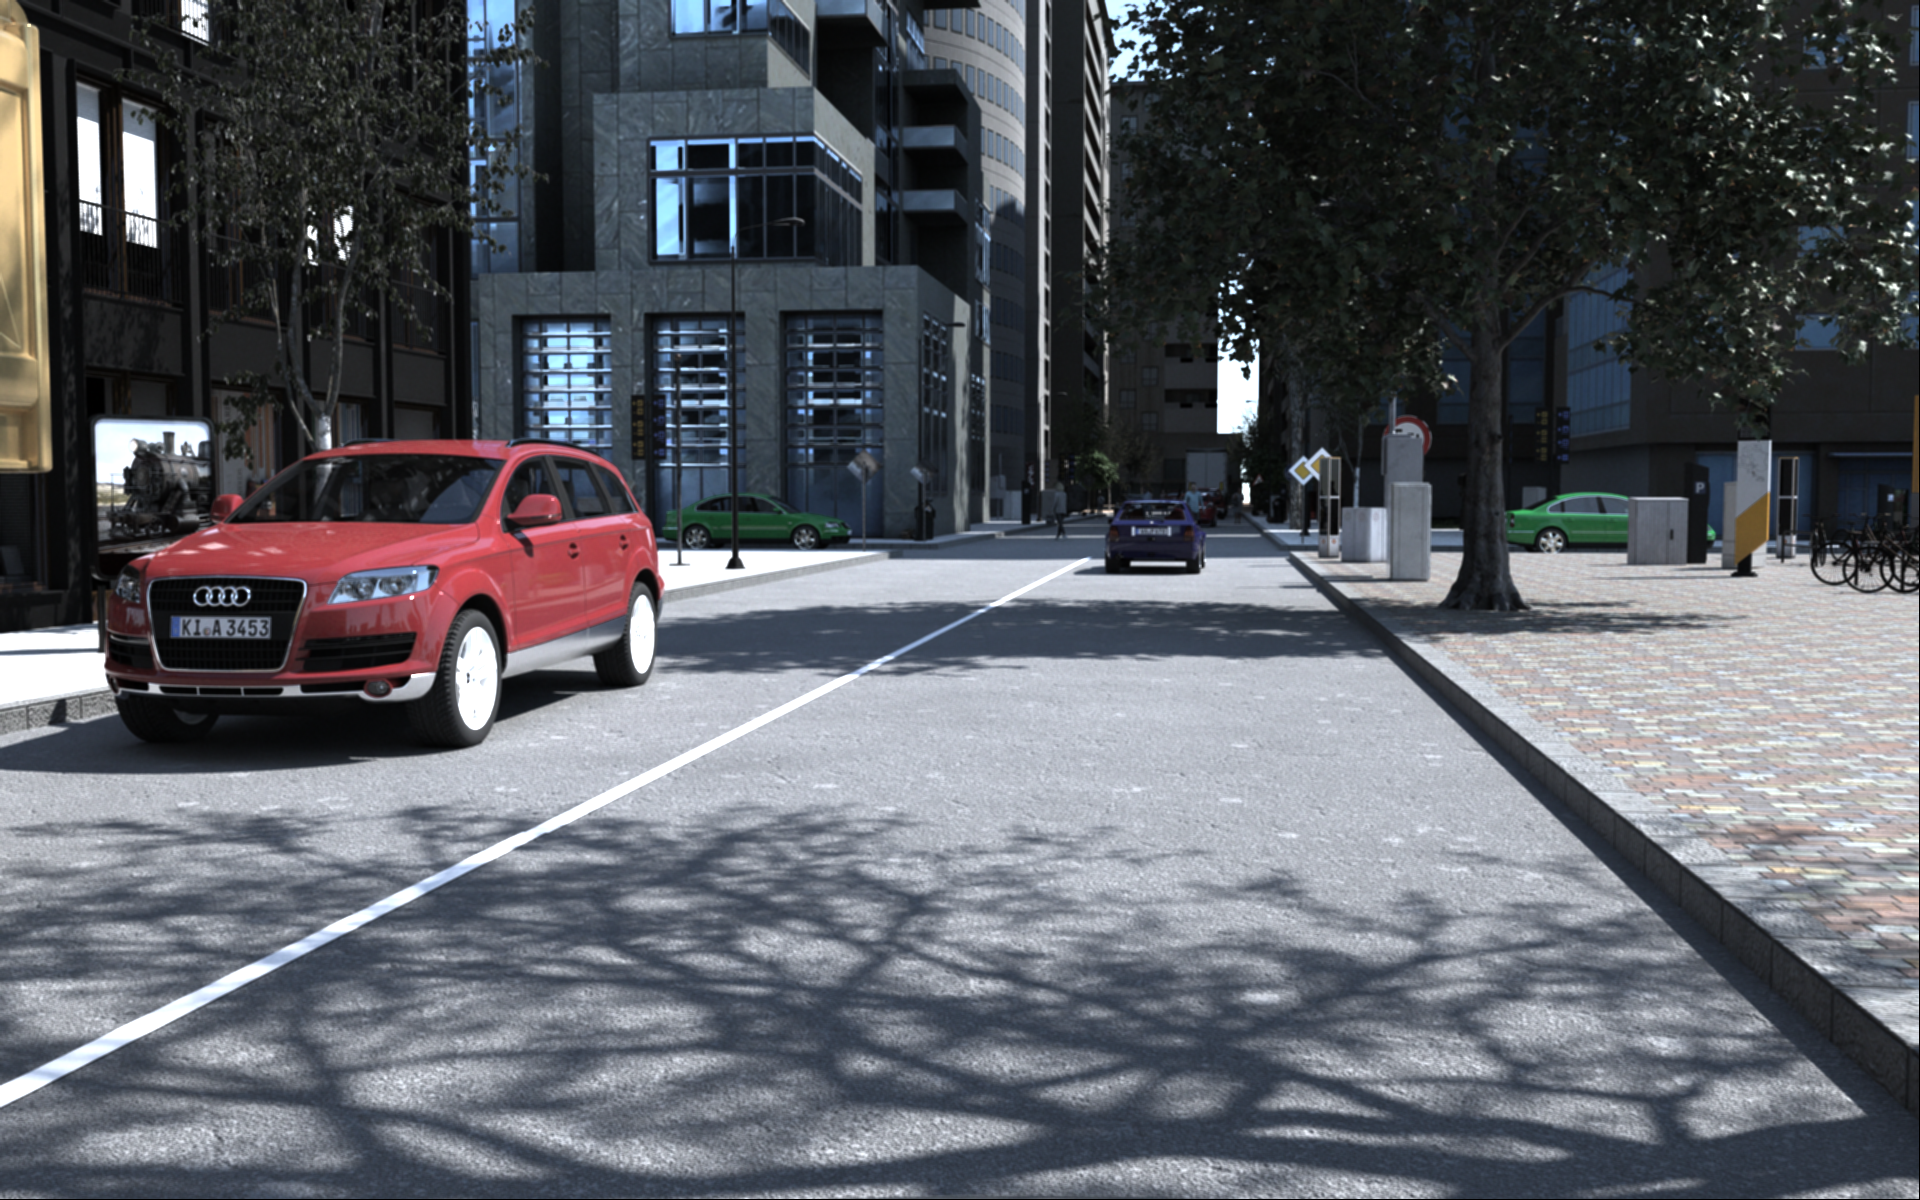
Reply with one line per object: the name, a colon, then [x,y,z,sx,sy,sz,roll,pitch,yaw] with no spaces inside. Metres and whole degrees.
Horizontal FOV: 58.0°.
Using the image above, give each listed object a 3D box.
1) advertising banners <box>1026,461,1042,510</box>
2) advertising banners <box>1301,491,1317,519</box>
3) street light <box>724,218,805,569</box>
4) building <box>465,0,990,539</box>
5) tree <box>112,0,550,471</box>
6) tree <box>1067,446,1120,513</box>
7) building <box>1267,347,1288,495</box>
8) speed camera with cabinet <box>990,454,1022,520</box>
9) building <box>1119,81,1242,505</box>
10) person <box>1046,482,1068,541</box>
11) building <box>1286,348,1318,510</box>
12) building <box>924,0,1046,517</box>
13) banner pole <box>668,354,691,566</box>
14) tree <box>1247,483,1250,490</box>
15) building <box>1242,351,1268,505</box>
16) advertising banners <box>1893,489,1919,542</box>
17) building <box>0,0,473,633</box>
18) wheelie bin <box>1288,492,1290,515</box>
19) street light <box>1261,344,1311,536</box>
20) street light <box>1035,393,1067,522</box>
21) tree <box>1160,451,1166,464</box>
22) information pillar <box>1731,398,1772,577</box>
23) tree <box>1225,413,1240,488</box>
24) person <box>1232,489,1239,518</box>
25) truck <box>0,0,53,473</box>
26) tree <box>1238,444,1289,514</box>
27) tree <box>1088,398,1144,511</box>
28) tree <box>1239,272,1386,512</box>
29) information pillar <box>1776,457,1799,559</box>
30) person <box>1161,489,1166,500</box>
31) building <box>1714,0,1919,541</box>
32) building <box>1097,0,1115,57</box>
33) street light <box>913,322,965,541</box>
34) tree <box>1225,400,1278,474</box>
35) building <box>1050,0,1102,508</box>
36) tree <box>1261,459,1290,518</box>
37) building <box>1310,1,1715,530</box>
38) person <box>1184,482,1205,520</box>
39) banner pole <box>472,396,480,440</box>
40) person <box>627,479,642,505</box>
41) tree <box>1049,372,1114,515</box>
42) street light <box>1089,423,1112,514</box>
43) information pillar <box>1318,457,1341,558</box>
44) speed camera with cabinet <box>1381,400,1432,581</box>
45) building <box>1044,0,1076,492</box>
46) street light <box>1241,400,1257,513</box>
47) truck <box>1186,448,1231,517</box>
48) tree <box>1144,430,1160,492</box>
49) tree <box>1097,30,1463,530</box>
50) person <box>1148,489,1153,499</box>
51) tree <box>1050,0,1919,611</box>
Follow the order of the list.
advertising banners: [4.510,-5.852,91.860,2.074,3.025,0.090,0,4,-1]
advertising banners: [17.778,-5.583,87.462,2.074,3.025,0.090,2,4,33]
street light: [-3.309,-3.476,29.375,1.470,5.913,1.316,1,4,8]
building: [-9.956,-45.918,63.429,22.319,86.520,31.000,1,4,8]
tree: [-6.179,-4.069,16.891,4.360,8.622,3.978,0,3,0]
tree: [9.143,-8.378,120.693,4.285,4.588,4.351,0,3,0]
building: [42.868,-33.906,178.063,21.300,48.544,21.600,1,4,8]
speed camera with cabinet: [2.293,-5.597,85.852,0.660,3.252,2.038,3,5,42]
building: [22.151,-38.623,220.719,27.495,52.752,28.713,1,4,8]
person: [3.032,-2.736,53.408,0.709,1.800,0.728,-3,4,-38]
building: [39.451,-17.535,131.739,27.650,21.520,28.899,1,4,8]
building: [-6.805,-34.236,101.764,21.231,58.520,28.212,1,4,8]
banner pole: [-4.978,-2.492,30.759,0.401,3.779,0.863,-1,4,-13]
tree: [26.668,-9.778,154.472,1.663,3.219,1.824,0,3,0]
building: [49.394,-34.126,212.576,28.867,44.769,22.147,1,4,8]
advertising banners: [24.704,-2.933,44.138,0.090,3.025,2.074,-3,4,-39]
building: [-14.468,-11.530,18.198,12.332,23.373,15.834,1,4,8]
wheelie bin: [20.440,-5.989,105.824,0.980,1.594,0.693,-3,5,-40]
street light: [10.041,-4.922,53.011,1.470,5.913,1.316,1,4,8]
street light: [4.199,-6.553,79.686,1.470,5.913,1.316,1,4,8]
tree: [20.626,-14.914,194.213,4.360,8.622,3.978,0,3,0]
information pillar: [12.269,-2.167,26.792,0.504,3.616,0.183,3,5,43]
tree: [21.738,-10.826,127.360,4.360,8.622,3.978,0,3,0]
person: [16.776,-5.863,105.198,0.563,1.720,0.643,1,4,18]
truck: [-5.068,-0.337,1.434,3.469,3.379,9.791,1,4,8]
tree: [19.591,-7.766,110.694,4.285,4.588,4.351,0,3,0]
tree: [11.515,-11.147,132.613,4.360,8.622,3.978,0,3,0]
tree: [10.765,-5.962,47.849,4.360,8.622,3.978,0,3,0]
information pillar: [16.487,-1.837,34.520,0.304,2.012,0.304,3,5,39]
person: [13.005,-6.182,110.159,0.643,1.750,0.593,0,4,5]
building: [26.919,-24.596,52.261,14.200,45.320,14.600,1,4,8]
building: [1.752,-36.192,180.983,27.495,52.752,28.713,1,4,8]
street light: [-0.552,-4.557,47.045,1.470,5.913,1.316,1,4,8]
tree: [22.736,-11.234,134.045,4.737,8.622,4.395,0,3,0]
building: [1.090,-32.376,153.046,21.300,48.544,21.600,1,4,8]
tree: [17.568,-6.139,94.970,1.663,3.219,1.824,0,3,0]
building: [22.241,-25.820,72.275,14.600,45.320,14.200,1,4,8]
person: [7.617,-2.932,56.453,0.660,1.820,0.620,-1,4,-12]
banner pole: [-11.034,-3.003,39.119,0.401,3.779,0.863,-3,5,-43]
person: [-8.239,-2.150,43.832,0.526,1.800,0.537,0,4,-3]
tree: [7.204,-9.400,104.058,4.737,8.622,4.395,0,3,0]
street light: [9.130,-8.562,112.532,1.470,5.913,1.316,1,4,8]
information pillar: [7.410,-1.850,34.742,0.304,2.012,0.304,-2,4,-30]
speed camera with cabinet: [6.791,-1.956,26.309,0.660,3.252,2.038,1,4,10]
building: [-1.497,-42.397,131.442,20.563,71.187,20.611,1,4,8]
street light: [14.771,-6.918,85.655,1.470,5.913,1.316,1,4,8]
truck: [16.082,-7.539,112.182,2.839,4.237,11.283,1,4,10]
tree: [16.872,-13.428,169.915,4.360,8.622,3.978,0,3,0]
tree: [10.980,-12.496,60.204,12.611,20.169,13.585,0,3,0]
person: [13.105,-6.769,119.736,0.480,1.755,0.524,-2,4,-26]
tree: [5.782,-6.247,19.147,9.611,12.733,9.660,0,3,0]
